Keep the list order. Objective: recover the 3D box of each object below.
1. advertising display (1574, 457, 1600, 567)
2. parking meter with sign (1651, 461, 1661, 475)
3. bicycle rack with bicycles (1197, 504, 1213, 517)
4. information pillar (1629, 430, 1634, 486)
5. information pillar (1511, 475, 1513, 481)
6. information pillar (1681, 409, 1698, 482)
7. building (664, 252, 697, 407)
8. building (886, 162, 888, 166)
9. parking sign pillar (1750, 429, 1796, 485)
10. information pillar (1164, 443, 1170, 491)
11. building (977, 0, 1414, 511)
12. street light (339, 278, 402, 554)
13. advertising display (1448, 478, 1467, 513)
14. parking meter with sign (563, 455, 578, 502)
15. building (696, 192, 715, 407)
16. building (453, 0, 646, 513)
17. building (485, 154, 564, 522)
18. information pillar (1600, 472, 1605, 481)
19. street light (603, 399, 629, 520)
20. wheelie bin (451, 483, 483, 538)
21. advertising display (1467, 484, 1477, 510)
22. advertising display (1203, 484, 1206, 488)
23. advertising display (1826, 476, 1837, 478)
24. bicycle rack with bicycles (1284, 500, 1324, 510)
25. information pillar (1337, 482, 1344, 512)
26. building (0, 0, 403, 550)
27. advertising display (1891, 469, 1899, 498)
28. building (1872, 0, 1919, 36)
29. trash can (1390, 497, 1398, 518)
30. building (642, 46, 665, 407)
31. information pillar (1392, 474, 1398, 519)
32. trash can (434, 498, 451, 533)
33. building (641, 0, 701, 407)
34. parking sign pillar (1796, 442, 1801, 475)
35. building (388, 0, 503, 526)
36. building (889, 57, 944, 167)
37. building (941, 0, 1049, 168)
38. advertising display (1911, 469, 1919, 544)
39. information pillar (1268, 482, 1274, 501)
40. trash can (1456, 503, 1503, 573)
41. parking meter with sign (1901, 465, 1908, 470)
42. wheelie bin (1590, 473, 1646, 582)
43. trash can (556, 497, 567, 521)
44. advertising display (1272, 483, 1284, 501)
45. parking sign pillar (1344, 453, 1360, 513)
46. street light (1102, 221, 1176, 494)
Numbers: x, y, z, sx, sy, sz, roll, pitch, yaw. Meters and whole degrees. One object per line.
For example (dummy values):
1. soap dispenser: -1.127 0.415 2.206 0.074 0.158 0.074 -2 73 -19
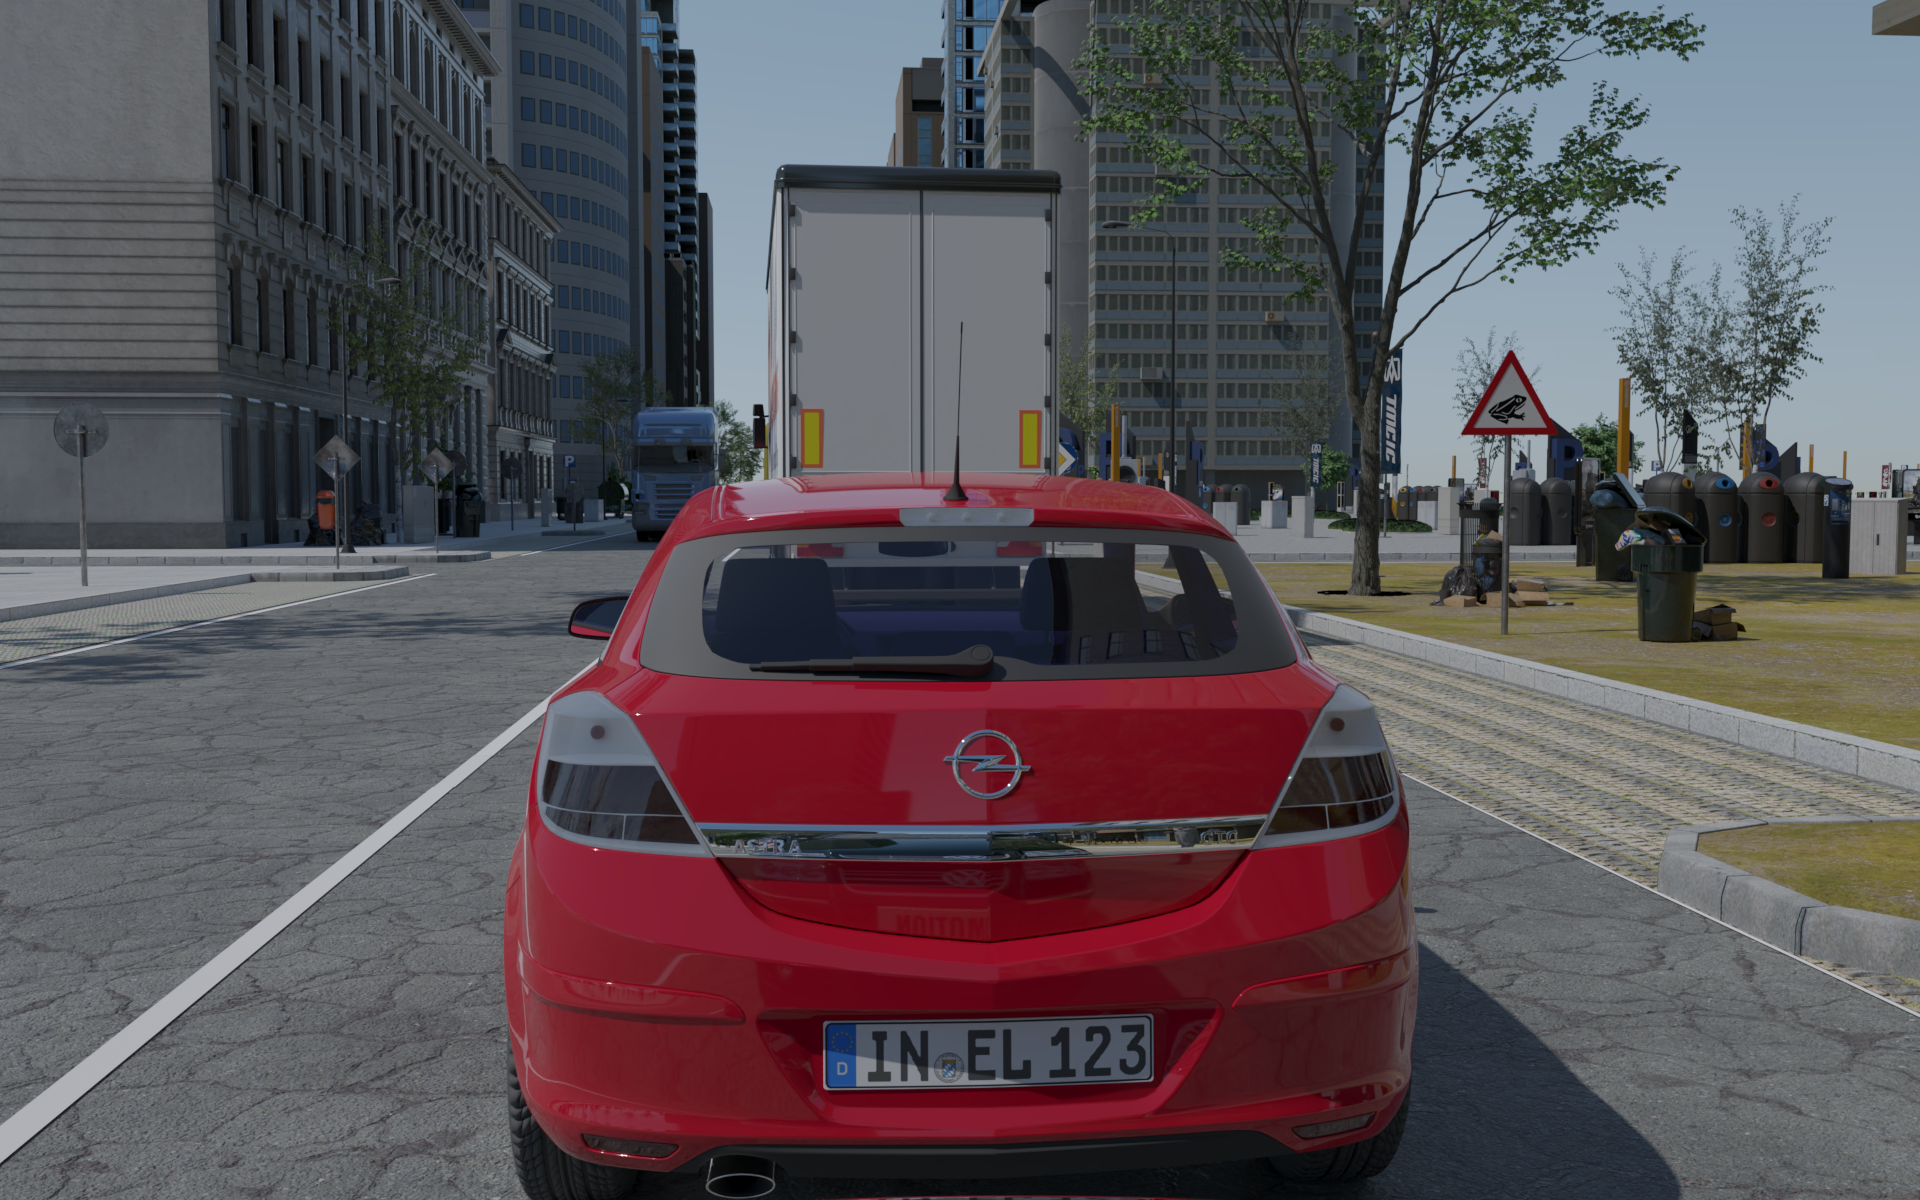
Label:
1. advertising display: 11.148 -1.565 30.799 0.123 1.923 0.974 3 4 38
2. parking meter with sign: 36.319 -5.700 89.450 0.543 3.016 1.738 0 4 -2
3. bicycle rack with bicycles: 7.617 -2.898 60.768 2.852 0.926 2.925 -1 4 -17
4. information pillar: 21.703 -3.979 56.411 0.183 3.616 0.504 -2 4 -26
5. information pillar: 21.584 -3.869 67.752 0.304 2.012 0.304 0 4 6
6. information pillar: 20.022 -3.439 47.579 0.504 3.616 0.183 -1 4 -21
7. building: -38.583 -26.456 204.251 14.160 30.474 14.107 0 4 -5
8. building: 0.334 -37.546 233.482 23.786 49.044 30.456 0 4 -5
9. parking sign pillar: 31.375 -4.842 67.632 1.447 3.967 1.447 -1 4 -14
10. information pillar: 9.482 -5.376 79.246 0.183 3.616 0.504 -2 4 -25
11. building: 14.694 -26.845 130.795 32.217 40.220 23.993 0 4 -5
12. street light: -12.713 -3.966 37.385 1.470 5.913 1.316 0 4 -5
13. advertising display: 19.949 -3.942 69.663 0.974 1.923 0.123 -3 5 -40
14. parking meter with sign: -17.165 -4.913 76.583 0.543 3.016 1.738 -1 4 -19
15. building: -42.767 -36.660 249.507 14.600 45.320 14.200 0 4 -5
16. building: -34.728 -35.620 124.379 21.231 58.520 28.212 0 4 -5
17. building: -26.778 -13.675 88.210 10.561 19.102 19.286 0 4 -5
18. information pillar: 21.160 -3.238 57.440 0.304 2.012 0.304 -1 4 -11
19. street light: -16.933 -6.878 85.002 1.470 5.913 1.316 0 4 -5
20. wheelie bin: -14.572 -2.656 51.335 0.693 1.594 0.980 3 5 41
21. advertising display: 31.163 -6.168 106.061 0.974 1.923 0.123 1 4 11
22. advertising display: 15.198 -6.303 108.273 0.123 1.923 0.974 0 4 -7
23. advertising display: 30.888 -3.444 61.522 0.123 1.923 0.974 0 4 7
24. bicycle rack with bicycles: 20.366 -5.610 105.111 2.852 0.926 2.925 -1 4 -18
25. information pillar: 23.151 -6.167 105.317 0.304 2.012 0.304 -3 4 -39
26. building: -22.548 -12.170 48.123 9.793 20.994 18.267 0 4 -5
27. advertising display: 24.648 -2.462 45.466 0.123 1.923 0.974 3 5 43
28. building: 25.038 -25.612 8.003 28.713 52.752 27.495 0 4 -5
29. trash can: 22.254 -4.732 89.025 0.748 1.137 0.748 0 3 0
30. building: -36.690 -31.826 170.458 14.600 45.320 14.200 0 4 -5
31. information pillar: 19.933 -5.381 79.336 0.183 3.616 0.504 0 4 -7
32. trash can: -17.028 -2.755 56.695 0.748 1.137 0.748 0 3 0
33. building: -44.120 -55.830 225.484 22.319 86.520 31.000 0 4 -5
34. parking sign pillar: 43.141 -6.224 90.233 1.447 3.967 1.447 -1 4 -18
35. building: -24.951 -14.573 67.144 11.050 23.489 19.941 0 4 -5
36. building: 0.612 -32.388 179.647 14.600 45.320 14.200 0 4 -5
37. building: 7.050 -51.596 156.260 22.319 86.520 31.000 0 4 -5
38. advertising display: 24.479 -2.374 44.025 0.974 1.923 0.123 2 4 33
39. information pillar: 19.489 -6.360 108.485 0.304 2.012 0.304 0 4 -3
40. trash can: 8.467 -1.014 28.234 0.748 1.137 0.748 0 3 0
41. parking meter with sign: 57.275 -6.570 103.673 1.738 3.016 0.543 0 4 -6
42. wheelie bin: 9.698 -1.080 25.574 0.693 1.594 0.980 2 4 32
43. trash can: -19.178 -4.412 83.787 0.748 1.137 0.748 0 3 0
44. advertising display: 19.035 -6.020 103.643 0.123 1.923 0.974 -2 4 -28
45. parking sign pillar: 26.137 -7.748 115.160 1.447 3.967 1.447 3 4 36
46. street light: 3.111 -3.494 29.669 1.470 5.913 1.316 0 4 -5
